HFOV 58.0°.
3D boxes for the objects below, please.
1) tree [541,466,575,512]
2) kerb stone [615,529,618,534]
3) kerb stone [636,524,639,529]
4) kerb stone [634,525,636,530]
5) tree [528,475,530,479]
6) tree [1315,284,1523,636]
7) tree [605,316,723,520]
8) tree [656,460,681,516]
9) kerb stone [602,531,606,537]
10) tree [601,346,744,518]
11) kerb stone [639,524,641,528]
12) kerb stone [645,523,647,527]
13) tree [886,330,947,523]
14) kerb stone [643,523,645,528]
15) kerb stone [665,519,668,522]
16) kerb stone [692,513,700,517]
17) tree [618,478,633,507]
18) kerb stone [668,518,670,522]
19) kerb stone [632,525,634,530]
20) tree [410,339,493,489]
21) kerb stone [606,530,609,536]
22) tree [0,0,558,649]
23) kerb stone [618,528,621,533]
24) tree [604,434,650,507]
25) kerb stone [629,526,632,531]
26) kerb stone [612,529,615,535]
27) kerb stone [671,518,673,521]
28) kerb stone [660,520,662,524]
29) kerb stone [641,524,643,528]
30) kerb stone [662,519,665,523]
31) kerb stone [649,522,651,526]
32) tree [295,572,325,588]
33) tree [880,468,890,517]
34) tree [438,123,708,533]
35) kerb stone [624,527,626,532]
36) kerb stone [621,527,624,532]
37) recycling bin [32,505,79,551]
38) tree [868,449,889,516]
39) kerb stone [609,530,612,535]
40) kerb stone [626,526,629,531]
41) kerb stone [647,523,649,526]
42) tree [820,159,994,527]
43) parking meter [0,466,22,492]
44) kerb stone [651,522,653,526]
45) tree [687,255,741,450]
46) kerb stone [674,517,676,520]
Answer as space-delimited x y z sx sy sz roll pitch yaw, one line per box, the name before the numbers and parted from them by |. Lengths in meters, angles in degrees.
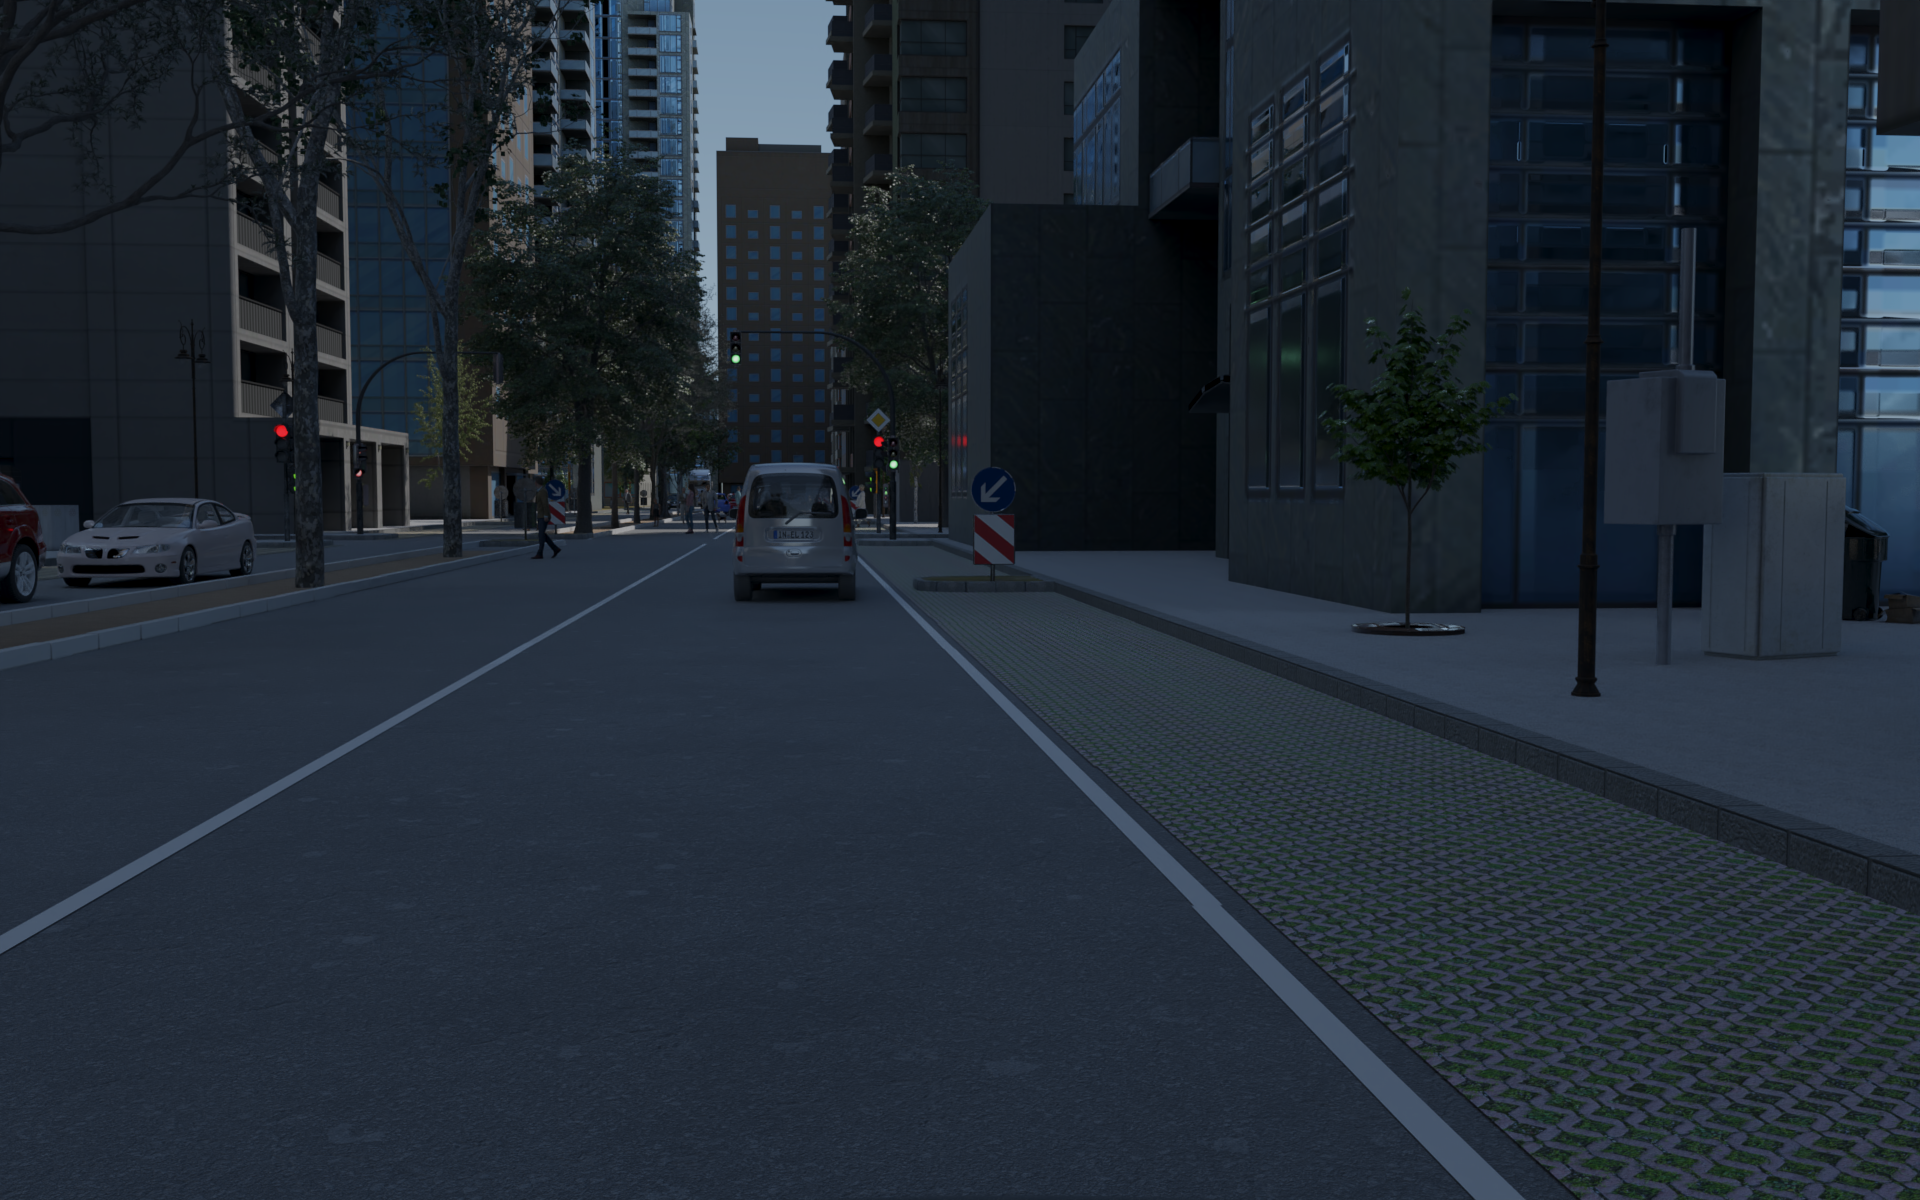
tree | -28.637 -7.913 123.975 1.663 3.219 1.824 0 3 0
kerb stone | -12.437 -2.432 61.954 0.120 0.150 1.000 0 4 -5
kerb stone | -13.219 -2.932 70.136 0.120 0.150 1.000 0 4 -5
kerb stone | -13.125 -2.870 69.118 0.120 0.150 1.000 0 4 -5
tree | -27.142 -9.445 104.789 4.737 8.622 4.395 0 3 0
tree | 4.152 -1.319 16.172 1.663 3.219 1.824 0 3 0
tree | -16.760 -10.186 94.758 9.928 11.665 9.643 0 3 0
tree | -18.483 -9.815 113.290 4.360 8.622 3.978 0 3 0
kerb stone | -12.046 -2.180 57.881 0.120 0.150 1.000 0 4 -5
tree | -17.921 -11.318 104.510 9.611 12.733 9.660 0 3 0
kerb stone | -13.321 -2.995 71.156 0.120 0.150 1.000 0 4 -5
kerb stone | -13.614 -3.183 74.238 0.120 0.150 1.000 0 4 -5
tree | -1.720 -7.657 75.559 4.737 8.622 4.395 0 3 0
kerb stone | -13.519 -3.120 73.214 0.120 0.150 1.000 0 4 -5
kerb stone | -14.790 -3.930 86.498 0.120 0.150 1.000 0 4 -5
kerb stone | -17.536 -5.674 115.102 0.120 0.150 1.000 0 4 -5
tree | -33.616 -10.951 173.655 1.663 3.219 1.824 0 3 0
kerb stone | -14.888 -3.995 87.521 0.120 0.150 1.000 0 4 -5
kerb stone | -13.030 -2.799 68.093 0.120 0.150 1.000 0 4 -5
tree | -24.467 -8.113 83.013 4.737 8.622 4.395 0 3 0
kerb stone | -12.140 -2.245 58.899 0.120 0.150 1.000 0 4 -5
tree | -8.741 -6.226 14.624 12.009 13.543 11.850 0 3 0
kerb stone | -12.529 -2.492 62.972 0.120 0.150 1.000 0 4 -5
tree | -32.352 -15.215 166.892 7.486 12.596 7.792 0 3 0
kerb stone | -12.926 -2.745 67.072 0.120 0.150 1.000 0 4 -5
kerb stone | -12.328 -2.370 60.937 0.120 0.150 1.000 0 4 -5
kerb stone | -15.081 -4.120 89.559 0.120 0.150 1.000 0 4 -5
kerb stone | -14.400 -3.683 82.407 0.120 0.150 1.000 0 4 -5
kerb stone | -13.420 -3.049 72.187 0.120 0.150 1.000 0 4 -5
kerb stone | -14.602 -3.808 84.451 0.120 0.150 1.000 0 4 -5
kerb stone | -13.816 -3.308 76.278 0.120 0.150 1.000 0 4 -5
tree | -11.236 -10.292 26.626 12.611 20.169 13.585 0 3 0
tree | -3.922 -6.289 97.423 1.663 3.219 1.824 0 3 0
tree | -13.237 -9.259 60.489 9.857 13.997 8.962 0 3 0
kerb stone | -12.730 -2.616 65.023 0.120 0.150 1.000 0 4 -5
kerb stone | -12.636 -2.557 63.997 0.120 0.150 1.000 0 4 -5
recycling bin | -20.589 -1.644 39.427 0.722 1.027 0.722 2 4 29
tree | -3.712 -7.181 101.129 4.285 4.588 4.351 0 3 0
kerb stone | -12.240 -2.305 59.916 0.120 0.150 1.000 0 4 -5
kerb stone | -12.828 -2.679 66.048 0.120 0.150 1.000 0 4 -5
kerb stone | -13.710 -3.245 75.256 0.120 0.150 1.000 0 4 -5
tree | -0.448 -9.770 66.394 9.857 13.997 8.962 0 3 0
parking meter | -19.529 -1.833 35.683 0.255 1.863 0.399 0 4 1
kerb stone | -13.903 -3.371 77.306 0.120 0.150 1.000 0 4 -5
tree | -14.299 -9.703 71.464 12.009 13.543 11.850 0 3 0
kerb stone | -15.275 -4.241 91.616 0.120 0.150 1.000 0 4 -5
